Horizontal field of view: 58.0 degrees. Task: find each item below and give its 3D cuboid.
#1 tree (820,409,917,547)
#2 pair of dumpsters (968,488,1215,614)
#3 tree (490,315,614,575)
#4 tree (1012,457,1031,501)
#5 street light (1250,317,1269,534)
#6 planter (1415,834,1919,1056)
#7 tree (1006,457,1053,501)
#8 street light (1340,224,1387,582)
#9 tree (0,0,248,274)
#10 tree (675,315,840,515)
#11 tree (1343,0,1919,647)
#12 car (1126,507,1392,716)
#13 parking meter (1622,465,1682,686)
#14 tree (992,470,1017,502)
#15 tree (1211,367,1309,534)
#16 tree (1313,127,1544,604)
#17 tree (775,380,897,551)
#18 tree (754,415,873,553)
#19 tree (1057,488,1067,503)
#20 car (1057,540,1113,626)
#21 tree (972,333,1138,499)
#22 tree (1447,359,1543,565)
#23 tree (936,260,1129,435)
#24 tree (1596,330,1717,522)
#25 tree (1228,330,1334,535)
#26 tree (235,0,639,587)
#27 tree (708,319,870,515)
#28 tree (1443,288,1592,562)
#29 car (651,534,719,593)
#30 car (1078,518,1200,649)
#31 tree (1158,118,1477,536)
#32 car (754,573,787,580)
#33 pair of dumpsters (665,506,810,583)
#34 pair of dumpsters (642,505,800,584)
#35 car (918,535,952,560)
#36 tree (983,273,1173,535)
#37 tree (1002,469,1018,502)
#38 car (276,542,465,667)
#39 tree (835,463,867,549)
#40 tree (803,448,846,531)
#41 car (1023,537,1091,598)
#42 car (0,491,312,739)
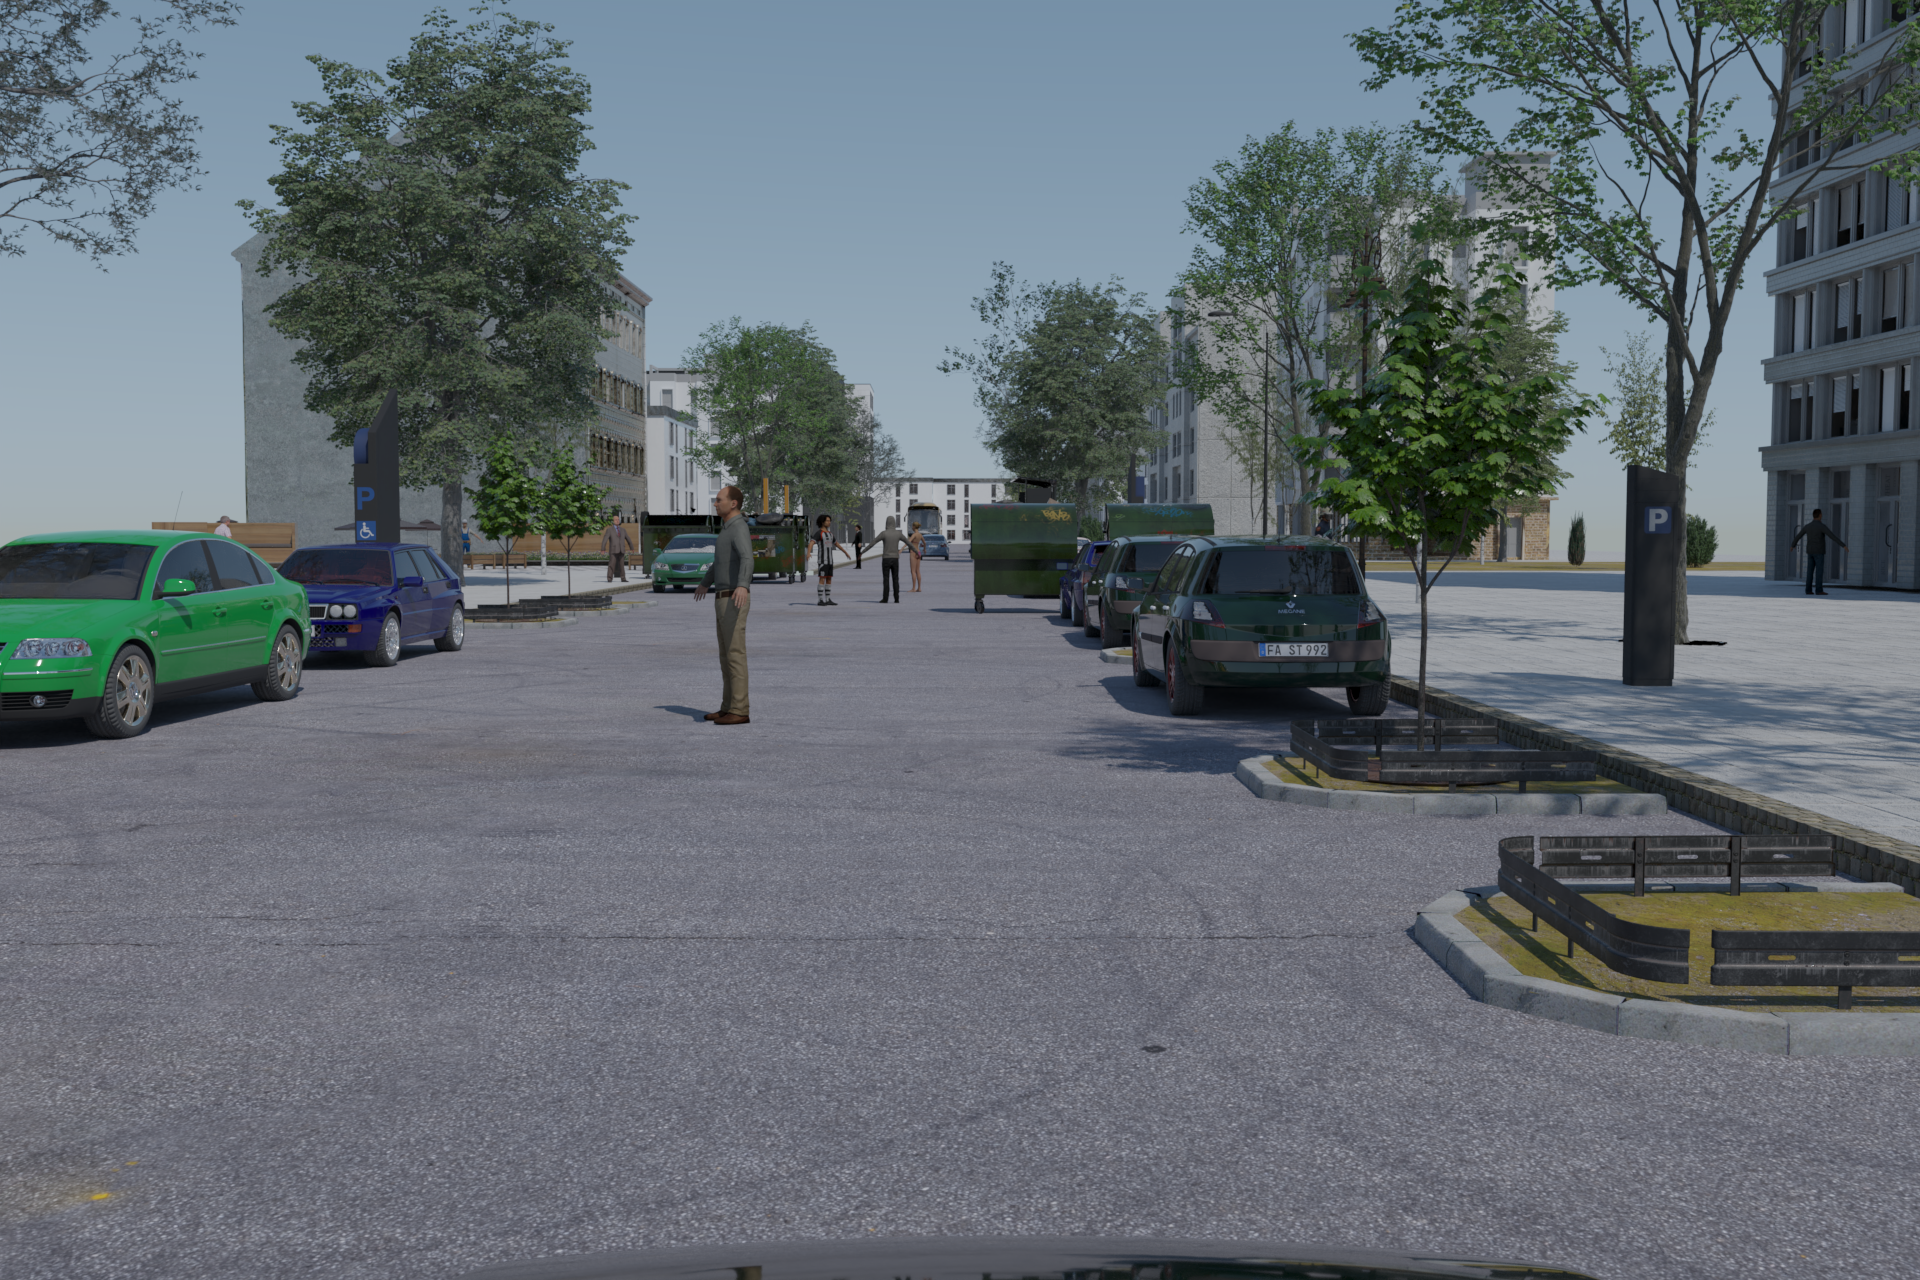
[{"bbox_3d":[-9.265,-15.698,167.037,12.009,13.543,11.850,0,3,0],"label":"tree"},{"bbox_3d":[2.368,-1.630,31.604,4.436,2.255,1.574,0,4,-1],"label":"pair of dumpsters"},{"bbox_3d":[-13.106,-6.327,53.814,4.360,8.622,3.978,0,3,0],"label":"tree"},{"bbox_3d":[6.104,-12.185,149.581,4.737,8.622,4.395,0,3,0],"label":"tree"},{"bbox_3d":[6.931,-3.891,36.162,1.470,5.913,1.316,0,4,0],"label":"street light"},{"bbox_3d":[2.600,0.942,5.740,1.991,0.319,1.994,0,4,1],"label":"planter"},{"bbox_3d":[6.006,-11.380,136.422,4.737,8.622,4.395,0,3,0],"label":"tree"},{"bbox_3d":[6.114,-3.268,26.218,0.468,5.910,1.993,0,4,0],"label":"street light"},{"bbox_3d":[-12.554,-6.528,17.109,12.009,13.543,11.850,0,3,0],"label":"tree"},{"bbox_3d":[-9.513,-9.532,81.603,9.928,11.665,9.643,0,3,0],"label":"tree"},{"bbox_3d":[8.489,-5.757,19.881,9.928,11.665,9.643,0,3,0],"label":"tree"},{"bbox_3d":[2.501,-0.323,15.067,2.009,1.686,4.222,0,4,0],"label":"car"},{"bbox_3d":[5.860,-0.548,14.666,0.399,1.863,0.255,0,4,0],"label":"parking meter"},{"bbox_3d":[5.537,-13.050,163.726,4.360,8.622,3.978,0,3,0],"label":"tree"},{"bbox_3d":[12.725,-7.698,76.228,4.360,8.622,3.978,0,3,0],"label":"tree"},{"bbox_3d":[8.553,-4.989,31.937,4.360,8.622,3.978,0,3,0],"label":"tree"},{"bbox_3d":[-10.003,-13.755,135.257,12.009,13.543,11.850,0,3,0],"label":"tree"},{"bbox_3d":[-10.080,-11.138,116.519,8.767,10.594,7.601,0,4,-4],"label":"tree"},{"bbox_3d":[14.908,-19.481,252.932,7.601,10.594,8.767,0,4,3],"label":"tree"},{"bbox_3d":[2.579,-0.955,28.202,1.945,1.354,3.894,0,4,-1],"label":"car"},{"bbox_3d":[5.422,-11.749,102.469,12.009,13.543,11.850,0,3,0],"label":"tree"},{"bbox_3d":[22.051,-7.449,72.148,4.737,8.622,4.395,0,3,0],"label":"tree"},{"bbox_3d":[5.026,-16.173,120.315,12.611,20.169,13.585,0,3,0],"label":"tree"},{"bbox_3d":[24.648,-6.825,61.948,4.737,8.622,4.395,0,3,0],"label":"tree"},{"bbox_3d":[11.910,-6.846,62.288,4.360,8.622,3.978,0,3,0],"label":"tree"},{"bbox_3d":[-12.452,-8.272,41.904,9.857,13.997,8.962,0,3,0],"label":"tree"},{"bbox_3d":[-10.098,-11.926,101.646,9.857,13.997,8.962,0,3,0],"label":"tree"},{"bbox_3d":[24.963,-9.882,79.697,7.486,12.596,7.792,0,3,0],"label":"tree"},{"bbox_3d":[-6.587,-1.959,43.830,2.131,1.459,4.920,0,4,0],"label":"car"},{"bbox_3d":[2.595,-0.799,22.854,2.009,1.686,4.222,0,4,-1],"label":"car"},{"bbox_3d":[8.655,-7.139,42.470,9.928,11.665,9.643,0,3,0],"label":"tree"},{"bbox_3d":[-6.580,-2.854,55.453,1.959,1.807,4.718,0,4,1],"label":"car"},{"bbox_3d":[-6.686,-2.845,51.460,4.436,2.255,1.574,0,3,0],"label":"pair of dumpsters"},{"bbox_3d":[-6.862,-2.742,49.777,4.436,2.255,1.574,0,4,0],"label":"pair of dumpsters"},{"bbox_3d":[-1.469,-5.110,95.550,2.014,1.417,4.499,0,4,0],"label":"car"},{"bbox_3d":[5.872,-10.941,85.547,9.857,13.997,8.962,0,3,0],"label":"tree"},{"bbox_3d":[5.590,-12.686,157.776,4.360,8.622,3.978,0,3,0],"label":"tree"},{"bbox_3d":[-6.980,-0.446,19.876,1.945,1.354,3.894,0,4,0],"label":"car"},{"bbox_3d":[-9.579,-11.902,144.955,4.737,8.622,4.395,0,3,0],"label":"tree"},{"bbox_3d":[-9.404,-10.749,126.104,4.360,8.622,3.978,0,3,0],"label":"tree"},{"bbox_3d":[2.309,-1.702,40.182,2.083,1.381,4.827,0,4,-1],"label":"car"},{"bbox_3d":[-6.662,-0.290,13.533,1.959,1.807,4.718,0,4,0],"label":"car"}]
